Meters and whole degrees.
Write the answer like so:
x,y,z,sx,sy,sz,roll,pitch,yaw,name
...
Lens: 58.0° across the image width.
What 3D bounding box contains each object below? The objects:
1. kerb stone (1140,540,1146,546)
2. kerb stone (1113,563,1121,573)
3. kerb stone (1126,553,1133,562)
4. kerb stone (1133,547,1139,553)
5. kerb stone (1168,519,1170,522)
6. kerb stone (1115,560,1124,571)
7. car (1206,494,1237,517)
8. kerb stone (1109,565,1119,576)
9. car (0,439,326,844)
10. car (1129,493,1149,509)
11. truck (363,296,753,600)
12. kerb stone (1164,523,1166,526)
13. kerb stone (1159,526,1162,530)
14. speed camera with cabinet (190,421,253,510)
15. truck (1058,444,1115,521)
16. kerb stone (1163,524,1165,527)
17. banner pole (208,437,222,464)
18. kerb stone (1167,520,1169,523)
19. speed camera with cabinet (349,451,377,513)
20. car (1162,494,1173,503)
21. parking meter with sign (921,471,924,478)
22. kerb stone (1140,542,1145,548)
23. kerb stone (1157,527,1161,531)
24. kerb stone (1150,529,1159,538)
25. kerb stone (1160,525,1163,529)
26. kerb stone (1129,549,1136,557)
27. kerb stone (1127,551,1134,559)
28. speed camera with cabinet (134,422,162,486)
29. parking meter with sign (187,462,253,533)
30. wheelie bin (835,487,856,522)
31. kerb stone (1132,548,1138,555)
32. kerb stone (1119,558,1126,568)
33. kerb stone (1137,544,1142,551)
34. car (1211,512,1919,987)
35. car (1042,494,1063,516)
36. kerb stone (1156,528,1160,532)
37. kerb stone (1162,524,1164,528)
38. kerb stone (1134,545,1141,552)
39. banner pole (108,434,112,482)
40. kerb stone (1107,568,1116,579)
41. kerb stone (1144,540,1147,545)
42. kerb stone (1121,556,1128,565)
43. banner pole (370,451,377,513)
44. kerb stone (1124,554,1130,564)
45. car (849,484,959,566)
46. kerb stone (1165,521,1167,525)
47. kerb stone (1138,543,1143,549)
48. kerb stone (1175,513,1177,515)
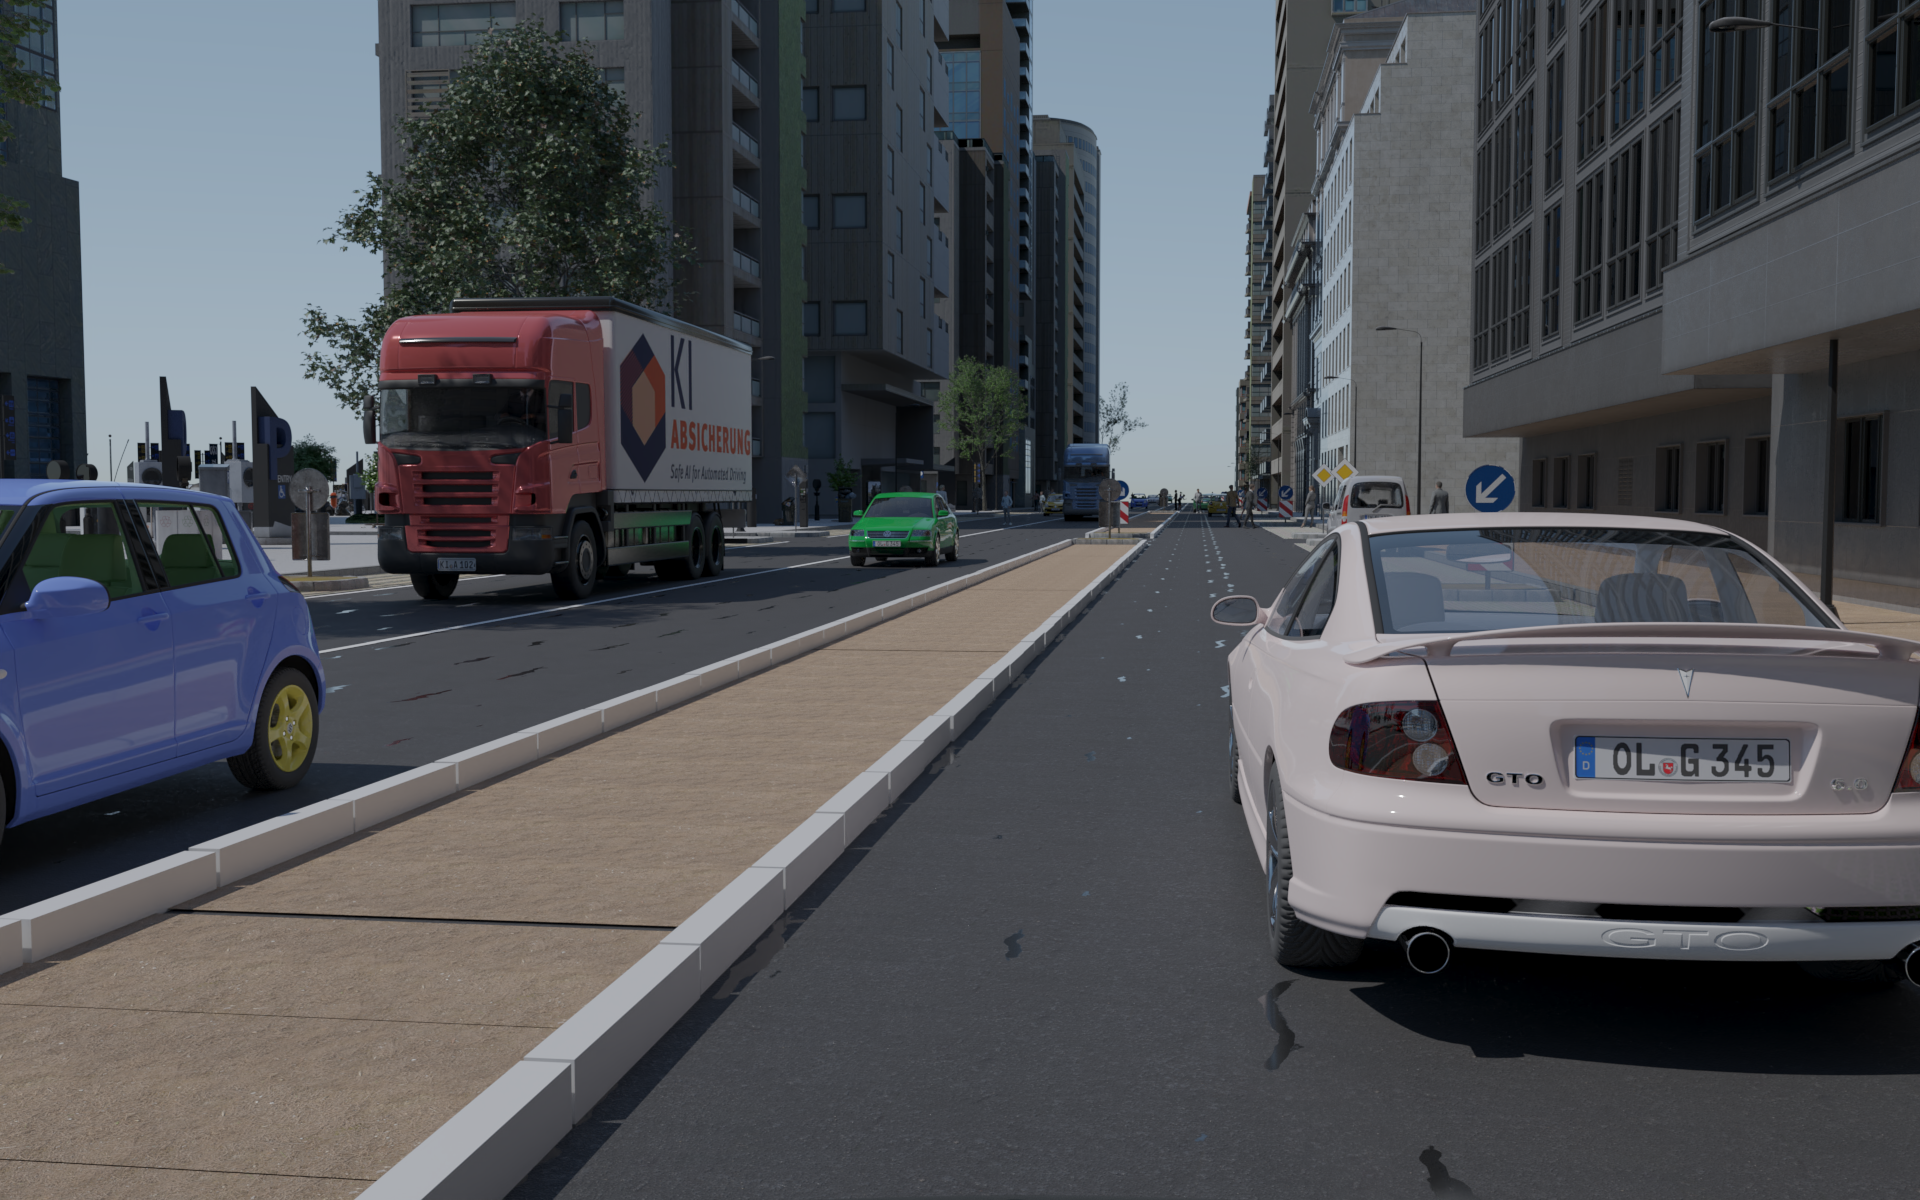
x,y,z,sx,sy,sz,roll,pitch,yaw,name
4.700,-1.402,45.116,0.120,0.150,1.000,0,4,8,kerb stone
2.746,-0.524,30.856,0.120,0.150,1.000,0,4,8,kerb stone
3.452,-0.841,35.946,0.120,0.150,1.000,0,4,8,kerb stone
4.002,-1.084,40.016,0.120,0.150,1.000,0,4,8,kerb stone
9.659,-3.610,81.216,0.120,0.150,1.000,0,4,8,kerb stone
2.890,-0.592,31.876,0.120,0.150,1.000,0,4,8,kerb stone
16.693,-6.132,110.485,2.015,1.641,3.980,1,4,9,car
2.617,-0.467,29.828,0.120,0.150,1.000,0,4,8,kerb stone
-4.221,0.144,7.235,1.945,1.707,3.694,0,4,7,car
17.606,-9.820,170.154,1.945,1.707,3.694,0,4,6,car
-5.803,-2.329,26.993,2.839,4.237,11.283,0,4,7,truck
8.269,-2.990,71.074,0.120,0.150,1.000,0,4,8,kerb stone
7.292,-2.555,63.977,0.120,0.150,1.000,0,4,8,kerb stone
-19.531,-3.160,45.999,0.660,3.252,2.038,1,4,15,speed camera with cabinet
7.462,-6.652,98.521,2.967,4.110,18.799,0,4,6,truck
7.986,-2.865,69.050,0.120,0.150,1.000,0,4,8,kerb stone
-32.436,-5.237,75.648,0.401,3.779,0.863,2,4,26,banner pole
9.235,-3.424,78.180,0.120,0.150,1.000,0,4,8,kerb stone
-27.331,-5.280,80.660,2.038,3.252,0.660,-1,4,-23,speed camera with cabinet
33.722,-16.712,282.032,1.959,1.807,4.718,0,4,7,car
-3.315,-8.178,129.975,0.543,3.016,1.738,1,4,22,parking meter with sign
4.570,-1.335,44.102,0.120,0.150,1.000,0,4,8,kerb stone
7.012,-2.431,61.949,0.120,0.150,1.000,0,4,8,kerb stone
6.732,-2.301,59.924,0.120,0.150,1.000,0,4,8,kerb stone
7.436,-2.618,64.998,0.120,0.150,1.000,0,4,8,kerb stone
3.729,-0.965,37.986,0.120,0.150,1.000,0,4,8,kerb stone
3.589,-0.903,36.959,0.120,0.150,1.000,0,4,8,kerb stone
-22.616,-3.207,46.776,2.038,3.252,0.660,-3,4,-37,speed camera with cabinet
-19.049,-2.937,44.273,1.738,3.016,0.543,-1,4,-14,parking meter with sign
-5.177,-4.314,78.450,0.980,1.594,0.693,0,4,1,wheelie bin
3.863,-1.028,39.000,0.120,0.150,1.000,0,4,8,kerb stone
3.026,-0.654,32.889,0.120,0.150,1.000,0,4,8,kerb stone
4.285,-1.215,42.062,0.120,0.150,1.000,0,4,8,kerb stone
2.014,0.356,6.534,2.083,1.381,4.827,0,4,6,car
6.388,-6.303,113.285,2.015,1.641,3.980,0,4,7,car
6.878,-2.369,60.936,0.120,0.150,1.000,0,4,8,kerb stone
7.847,-2.801,68.038,0.120,0.150,1.000,0,4,8,kerb stone
4.147,-1.152,41.035,0.120,0.150,1.000,0,4,8,kerb stone
-35.523,-5.043,72.471,0.401,3.779,0.863,-2,4,-24,banner pole
2.471,-0.400,28.817,0.120,0.150,1.000,0,4,8,kerb stone
4.846,-1.461,46.128,0.120,0.150,1.000,0,4,8,kerb stone
3.170,-0.717,33.915,0.120,0.150,1.000,0,4,8,kerb stone
-29.730,-6.031,88.630,0.863,3.779,0.401,2,4,34,banner pole
3.305,-0.779,34.935,0.120,0.150,1.000,0,4,8,kerb stone
-1.111,-1.650,35.767,1.959,1.807,4.718,0,4,7,car
8.813,-3.238,75.140,0.120,0.150,1.000,0,4,8,kerb stone
4.426,-1.269,43.090,0.120,0.150,1.000,0,4,8,kerb stone
12.989,-5.100,105.579,0.120,0.150,1.000,0,4,8,kerb stone
